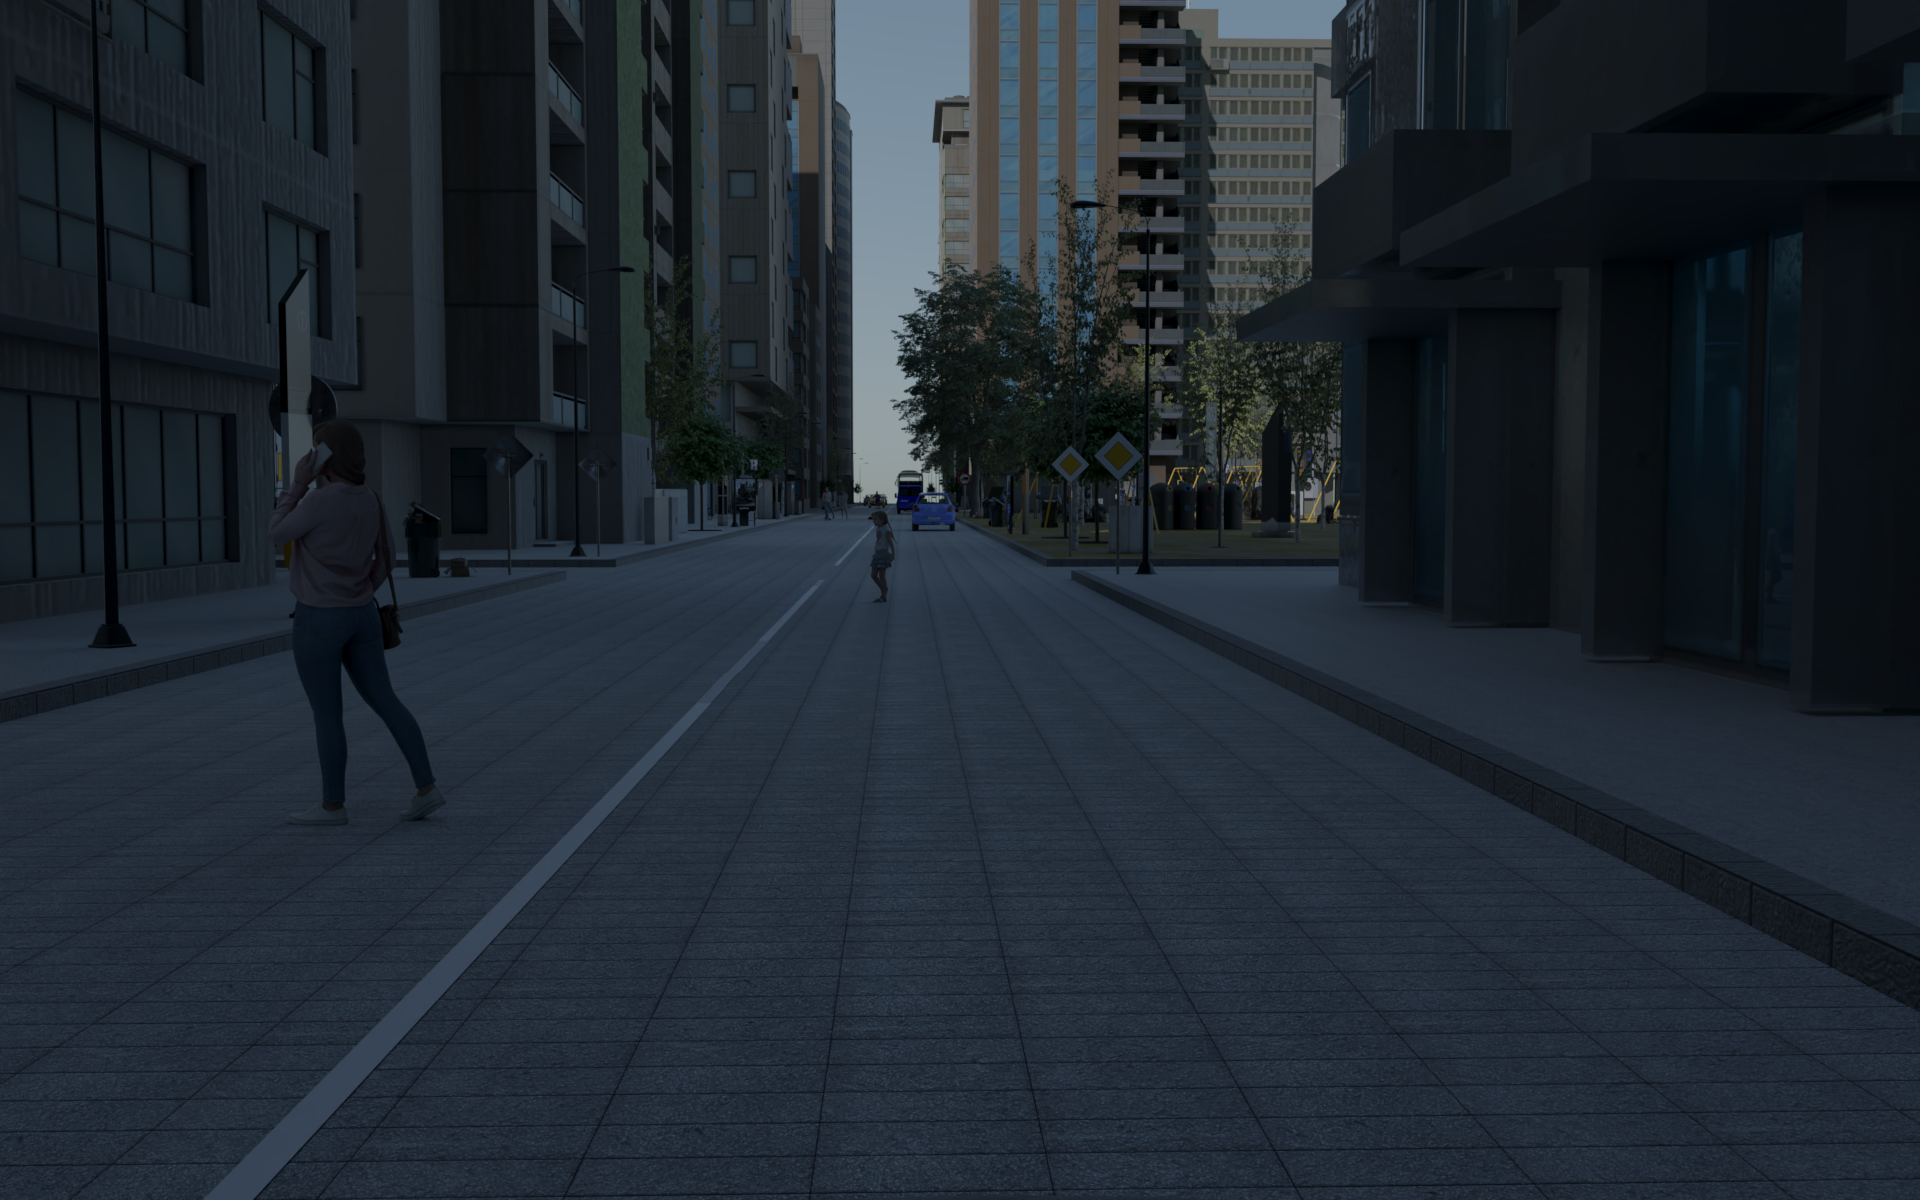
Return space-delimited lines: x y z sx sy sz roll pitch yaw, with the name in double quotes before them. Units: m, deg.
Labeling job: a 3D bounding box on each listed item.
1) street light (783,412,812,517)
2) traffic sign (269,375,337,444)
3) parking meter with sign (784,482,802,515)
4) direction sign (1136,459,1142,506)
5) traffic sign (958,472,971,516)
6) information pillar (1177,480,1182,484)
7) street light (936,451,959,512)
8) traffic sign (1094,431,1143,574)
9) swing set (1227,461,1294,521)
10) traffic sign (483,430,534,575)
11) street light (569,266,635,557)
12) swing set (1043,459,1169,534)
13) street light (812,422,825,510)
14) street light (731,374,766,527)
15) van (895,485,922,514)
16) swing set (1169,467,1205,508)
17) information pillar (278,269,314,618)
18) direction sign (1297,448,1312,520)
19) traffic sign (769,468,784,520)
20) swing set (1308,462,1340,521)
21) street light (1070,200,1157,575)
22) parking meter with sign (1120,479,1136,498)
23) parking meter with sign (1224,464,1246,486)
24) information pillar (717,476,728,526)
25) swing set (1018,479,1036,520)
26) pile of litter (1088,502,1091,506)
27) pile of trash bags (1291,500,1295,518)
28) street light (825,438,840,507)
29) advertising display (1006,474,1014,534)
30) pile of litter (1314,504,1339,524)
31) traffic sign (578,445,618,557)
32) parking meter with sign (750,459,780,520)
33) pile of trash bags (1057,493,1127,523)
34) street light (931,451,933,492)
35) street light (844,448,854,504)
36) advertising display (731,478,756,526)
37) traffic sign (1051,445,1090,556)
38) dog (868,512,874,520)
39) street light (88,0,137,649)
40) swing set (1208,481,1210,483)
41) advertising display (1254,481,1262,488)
"street light" -9.318 -7.679 98.086 1.470 5.913 1.316 0 4 -2
"traffic sign" -6.945 -1.113 18.303 0.768 2.556 0.104 0 4 8
"parking meter with sign" -10.452 -6.674 105.382 1.738 3.016 0.543 2 4 26
"direction sign" 6.112 -4.137 59.630 0.379 3.537 0.876 -1 4 -14
"traffic sign" 0.271 -6.177 101.100 0.768 2.556 0.104 0 4 -1
"information pillar" 11.687 -5.345 91.877 0.304 2.012 0.304 0 4 5
"street light" -0.767 -9.230 123.459 1.470 5.913 1.316 0 4 -2
"traffic sign" 2.519 -1.467 27.622 0.795 2.450 0.064 0 4 -2
"swing set" 14.472 -5.260 83.620 2.862 2.851 3.119 0 4 3
"traffic sign" -7.121 -1.449 27.335 0.795 2.450 0.064 0 4 -2
"street light" -7.311 -3.846 35.425 1.470 5.913 1.316 0 4 -2
"swing set" 4.738 -3.635 57.051 3.119 2.851 2.862 -1 4 -21
"street light" -9.655 -8.529 111.995 1.470 5.913 1.316 0 4 -2
"street light" -8.189 -5.777 67.001 1.470 5.913 1.316 0 4 -2
"van" -3.620 -7.387 125.156 2.240 2.365 5.245 0 4 -2
"swing set" 13.493 -6.423 102.634 2.862 2.851 3.119 -2 4 -26
"information pillar" -6.833 -1.622 17.872 0.183 3.616 0.504 1 4 8
"direction sign" 16.788 -5.661 84.551 0.876 3.537 0.379 -2 4 -28
"traffic sign" -9.092 -5.247 85.888 0.768 2.556 0.104 0 4 4
"swing set" 17.993 -5.067 80.458 2.862 2.851 3.119 -1 4 -9
"street light" 2.438 -3.366 27.569 1.470 5.913 1.316 0 4 -2
"parking meter with sign" 9.753 -6.320 99.588 0.543 3.016 1.738 -2 4 -34
"parking meter with sign" 16.144 -6.344 99.988 1.738 3.016 0.543 2 4 32
"information pillar" -9.540 -3.980 69.566 0.304 2.012 0.304 2 4 30
"swing set" 4.806 -5.423 86.285 2.862 2.851 3.119 -1 4 -22
"pile of litter" 6.693 -4.934 94.640 1.176 0.858 1.719 0 4 0
"pile of trash bags" 16.230 -5.074 92.707 3.447 1.369 1.912 -2 4 -32
"street light" -10.760 -10.415 142.831 1.470 5.913 1.316 0 4 -2
"advertising display" 1.616 -3.102 55.932 0.123 1.923 0.974 0 4 -5
"pile of litter" 16.151 -3.730 74.951 1.719 0.858 1.176 0 4 -1
"traffic sign" -7.376 -1.937 35.316 0.795 2.450 0.064 0 4 -2
"parking meter with sign" -9.824 -5.583 87.539 0.543 3.016 1.738 2 4 35
"pile of trash bags" 6.067 -4.203 78.472 3.447 1.369 1.912 -2 4 -26
"street light" -1.640 -11.142 154.717 1.470 5.913 1.316 0 4 -2
"street light" -11.683 -12.302 173.673 1.470 5.913 1.316 0 4 -2
"advertising display" -8.664 -3.927 69.416 0.974 1.923 0.123 -1 4 -13
"traffic sign" 2.264 -1.955 35.603 0.795 2.450 0.064 0 4 -2
"dog" -4.876 -4.667 96.497 0.550 0.427 0.748 0 4 7
"street light" -6.572 -2.558 14.368 1.470 5.913 1.316 0 4 -2
"swing set" 16.188 -6.103 97.400 2.862 2.851 3.119 -2 4 -26
"advertising display" 15.465 -5.087 88.378 0.974 1.923 0.123 -1 4 -8
